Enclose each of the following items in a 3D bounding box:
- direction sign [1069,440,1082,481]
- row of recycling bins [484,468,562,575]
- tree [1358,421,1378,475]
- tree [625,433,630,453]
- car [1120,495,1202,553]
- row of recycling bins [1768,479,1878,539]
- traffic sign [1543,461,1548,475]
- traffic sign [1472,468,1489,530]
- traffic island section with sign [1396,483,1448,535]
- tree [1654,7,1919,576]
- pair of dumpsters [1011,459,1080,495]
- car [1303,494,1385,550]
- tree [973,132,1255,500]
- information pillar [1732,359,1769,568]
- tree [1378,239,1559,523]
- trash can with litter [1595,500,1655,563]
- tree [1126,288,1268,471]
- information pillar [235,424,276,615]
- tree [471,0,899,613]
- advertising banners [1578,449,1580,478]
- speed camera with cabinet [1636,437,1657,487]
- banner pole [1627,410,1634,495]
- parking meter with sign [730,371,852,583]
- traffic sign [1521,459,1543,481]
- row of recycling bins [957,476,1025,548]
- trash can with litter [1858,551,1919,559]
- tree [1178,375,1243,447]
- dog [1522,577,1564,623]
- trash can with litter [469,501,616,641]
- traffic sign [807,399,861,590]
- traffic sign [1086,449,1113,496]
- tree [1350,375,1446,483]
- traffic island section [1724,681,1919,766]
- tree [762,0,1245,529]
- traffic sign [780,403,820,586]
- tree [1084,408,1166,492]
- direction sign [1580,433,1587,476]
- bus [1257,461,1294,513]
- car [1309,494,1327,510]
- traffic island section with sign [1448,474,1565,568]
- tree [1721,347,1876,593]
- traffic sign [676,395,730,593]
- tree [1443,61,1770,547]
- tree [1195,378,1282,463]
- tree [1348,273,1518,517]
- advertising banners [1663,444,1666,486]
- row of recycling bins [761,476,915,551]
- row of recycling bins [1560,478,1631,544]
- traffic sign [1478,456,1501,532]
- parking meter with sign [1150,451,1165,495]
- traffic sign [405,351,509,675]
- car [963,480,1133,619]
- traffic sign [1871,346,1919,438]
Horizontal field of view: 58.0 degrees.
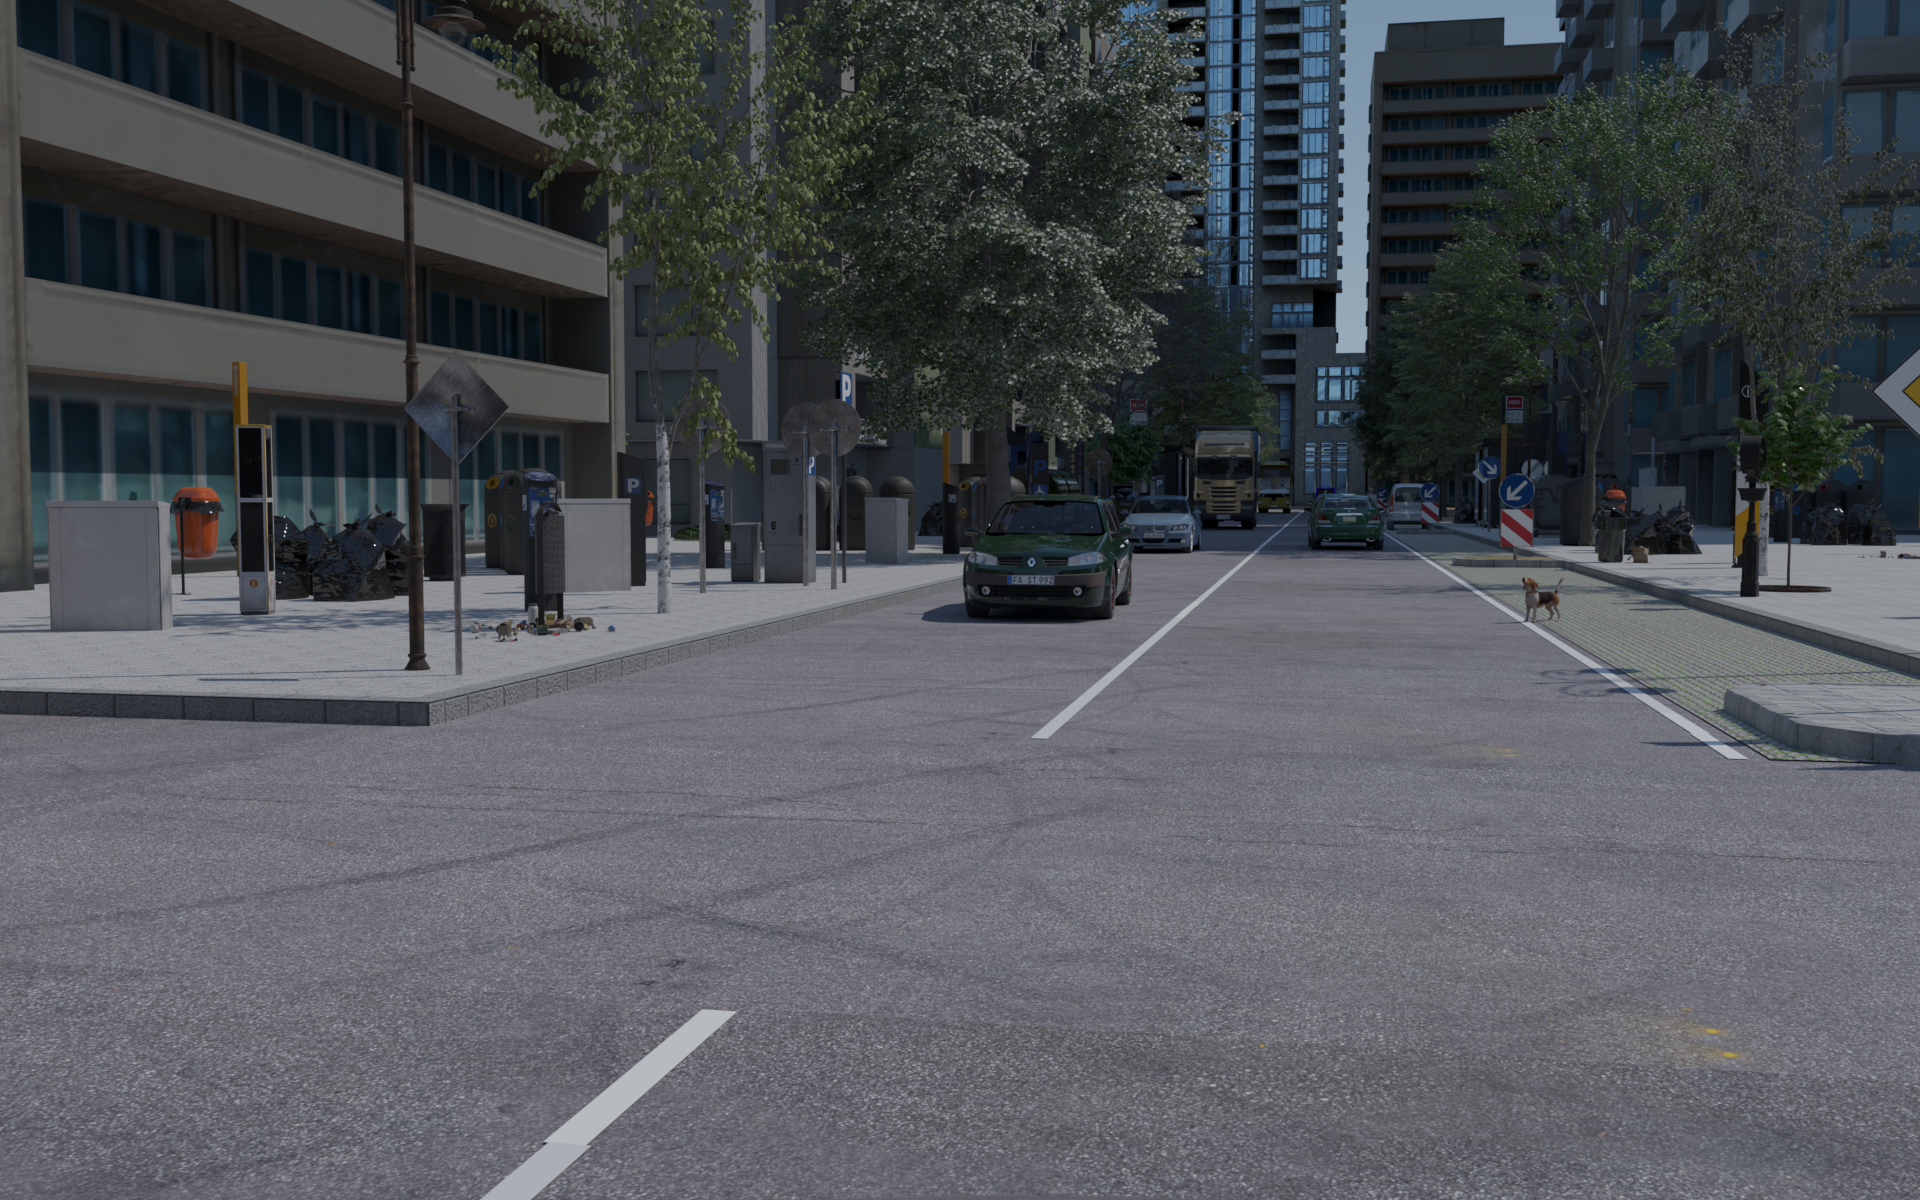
[{"bbox_3d":[4.864,-4.907,72.226,0.379,3.537,0.876,-3,4,-39],"label":"direction sign"},{"bbox_3d":[-7.284,-1.337,28.974,1.069,1.692,3.534,-1,4,-22],"label":"row of recycling bins"},{"bbox_3d":[37.512,-14.049,147.830,7.486,12.596,7.792,0,3,0],"label":"tree"},{"bbox_3d":[-9.696,-3.269,48.048,1.663,3.219,1.824,0,3,0],"label":"tree"},{"bbox_3d":[5.091,-1.929,43.535,2.014,1.417,4.499,1,4,12],"label":"car"},{"bbox_3d":[24.792,-2.631,50.134,1.069,1.692,3.534,-2,4,-32],"label":"row of recycling bins"},{"bbox_3d":[21.101,-3.757,61.531,0.768,2.556,0.104,1,4,12],"label":"traffic sign"},{"bbox_3d":[18.592,-3.690,61.509,0.795,2.450,0.064,1,4,19],"label":"traffic sign"},{"bbox_3d":[16.613,-3.254,61.823,1.989,1.847,2.006,1,4,12],"label":"traffic island section with sign"},{"bbox_3d":[12.553,-4.663,26.607,4.360,8.622,3.978,0,3,0],"label":"tree"},{"bbox_3d":[2.229,-2.732,47.154,1.574,2.255,4.437,1,4,12],"label":"pair of dumpsters"},{"bbox_3d":[10.189,-2.083,45.858,2.131,1.459,4.920,1,4,10],"label":"car"},{"bbox_3d":[4.873,-9.019,57.826,12.009,13.543,11.850,0,3,0],"label":"tree"},{"bbox_3d":[13.725,-2.367,30.054,0.504,3.616,0.183,1,4,15],"label":"information pillar"},{"bbox_3d":[22.827,-9.747,77.490,7.486,12.596,7.792,0,3,0],"label":"tree"},{"bbox_3d":[12.459,-1.289,32.454,1.055,1.170,0.624,1,4,21],"label":"trash can with litter"},{"bbox_3d":[13.028,-10.813,94.926,7.486,12.596,7.792,0,3,0],"label":"tree"},{"bbox_3d":[-7.496,-0.853,18.432,0.304,2.012,0.304,0,4,-8],"label":"information pillar"},{"bbox_3d":[-2.944,-4.161,18.401,4.737,8.622,4.395,0,3,0],"label":"tree"},{"bbox_3d":[23.944,-4.337,67.099,0.090,3.025,2.074,1,4,21],"label":"advertising banners"},{"bbox_3d":[24.069,-4.065,60.795,0.660,3.252,2.038,1,4,20],"label":"speed camera with cabinet"},{"bbox_3d":[19.917,-3.765,51.567,0.401,3.779,0.863,2,4,28],"label":"banner pole"},{"bbox_3d":[-2.470,-1.762,25.075,1.738,3.016,0.543,1,4,14],"label":"parking meter with sign"},{"bbox_3d":[20.959,-3.878,63.504,0.768,2.556,0.104,1,4,13],"label":"traffic sign"},{"bbox_3d":[0.734,-2.047,40.574,1.069,1.692,3.534,-1,4,-14],"label":"row of recycling bins"},{"bbox_3d":[19.195,-1.440,34.607,2.233,1.210,1.678,1,4,22],"label":"trash can with litter"},{"bbox_3d":[16.012,-9.880,111.895,4.360,8.622,3.978,0,3,0],"label":"tree"},{"bbox_3d":[6.522,-0.006,19.384,0.406,0.507,0.540,2,4,24],"label":"dog"},{"bbox_3d":[-4.052,-0.308,16.099,1.678,1.210,2.233,0,4,7],"label":"trash can with litter"},{"bbox_3d":[-1.698,-1.413,23.216,0.768,2.556,0.104,1,4,15],"label":"traffic sign"},{"bbox_3d":[3.905,-2.976,48.763,0.768,2.556,0.104,1,4,19],"label":"traffic sign"},{"bbox_3d":[30.223,-11.101,115.913,8.767,10.594,7.601,1,4,21],"label":"tree"},{"bbox_3d":[5.814,0.732,10.319,2.009,0.180,2.903,1,4,12],"label":"traffic island section"},{"bbox_3d":[0.760,-7.831,34.693,9.857,13.997,8.962,0,3,0],"label":"tree"},{"bbox_3d":[-2.154,-1.470,24.134,0.768,2.556,0.104,1,4,17],"label":"traffic sign"},{"bbox_3d":[6.223,-5.057,66.393,4.285,4.588,4.351,0,3,0],"label":"tree"},{"bbox_3d":[23.157,-4.427,64.386,0.379,3.537,0.876,0,4,5],"label":"direction sign"},{"bbox_3d":[24.160,-8.635,132.730,2.896,3.916,12.252,1,4,11],"label":"bus"},{"bbox_3d":[19.114,-4.755,89.540,2.131,1.459,4.920,1,4,11],"label":"car"},{"bbox_3d":[10.870,-1.579,34.444,1.989,1.847,2.006,1,4,12],"label":"traffic island section with sign"},{"bbox_3d":[11.018,-1.740,23.058,1.663,3.219,1.824,0,3,0],"label":"tree"},{"bbox_3d":[-3.331,-1.361,22.354,0.768,2.556,0.104,1,4,16],"label":"traffic sign"},{"bbox_3d":[15.564,-7.117,42.111,9.928,11.665,9.643,0,3,0],"label":"tree"},{"bbox_3d":[24.477,-13.899,152.997,9.928,11.665,9.643,0,3,0],"label":"tree"},{"bbox_3d":[27.112,-11.643,97.015,9.857,13.997,8.962,0,3,0],"label":"tree"},{"bbox_3d":[24.912,-3.978,61.236,0.090,3.025,2.074,2,4,23],"label":"advertising banners"},{"bbox_3d":[-2.788,-1.988,39.620,3.534,1.692,1.069,0,4,-1],"label":"row of recycling bins"},{"bbox_3d":[16.496,-2.320,45.043,1.069,1.692,3.534,3,5,39],"label":"row of recycling bins"},{"bbox_3d":[17.824,-3.559,58.290,0.768,2.556,0.104,1,4,15],"label":"traffic sign"},{"bbox_3d":[7.892,-4.476,69.450,0.543,3.016,1.738,0,4,-8],"label":"parking meter with sign"},{"bbox_3d":[-3.549,-0.524,12.215,0.795,2.450,0.064,1,4,12],"label":"traffic sign"},{"bbox_3d":[1.142,-0.699,21.213,2.009,1.686,4.222,1,4,10],"label":"car"},{"bbox_3d":[5.789,-0.404,10.246,0.795,2.450,0.064,1,4,12],"label":"traffic sign"}]
